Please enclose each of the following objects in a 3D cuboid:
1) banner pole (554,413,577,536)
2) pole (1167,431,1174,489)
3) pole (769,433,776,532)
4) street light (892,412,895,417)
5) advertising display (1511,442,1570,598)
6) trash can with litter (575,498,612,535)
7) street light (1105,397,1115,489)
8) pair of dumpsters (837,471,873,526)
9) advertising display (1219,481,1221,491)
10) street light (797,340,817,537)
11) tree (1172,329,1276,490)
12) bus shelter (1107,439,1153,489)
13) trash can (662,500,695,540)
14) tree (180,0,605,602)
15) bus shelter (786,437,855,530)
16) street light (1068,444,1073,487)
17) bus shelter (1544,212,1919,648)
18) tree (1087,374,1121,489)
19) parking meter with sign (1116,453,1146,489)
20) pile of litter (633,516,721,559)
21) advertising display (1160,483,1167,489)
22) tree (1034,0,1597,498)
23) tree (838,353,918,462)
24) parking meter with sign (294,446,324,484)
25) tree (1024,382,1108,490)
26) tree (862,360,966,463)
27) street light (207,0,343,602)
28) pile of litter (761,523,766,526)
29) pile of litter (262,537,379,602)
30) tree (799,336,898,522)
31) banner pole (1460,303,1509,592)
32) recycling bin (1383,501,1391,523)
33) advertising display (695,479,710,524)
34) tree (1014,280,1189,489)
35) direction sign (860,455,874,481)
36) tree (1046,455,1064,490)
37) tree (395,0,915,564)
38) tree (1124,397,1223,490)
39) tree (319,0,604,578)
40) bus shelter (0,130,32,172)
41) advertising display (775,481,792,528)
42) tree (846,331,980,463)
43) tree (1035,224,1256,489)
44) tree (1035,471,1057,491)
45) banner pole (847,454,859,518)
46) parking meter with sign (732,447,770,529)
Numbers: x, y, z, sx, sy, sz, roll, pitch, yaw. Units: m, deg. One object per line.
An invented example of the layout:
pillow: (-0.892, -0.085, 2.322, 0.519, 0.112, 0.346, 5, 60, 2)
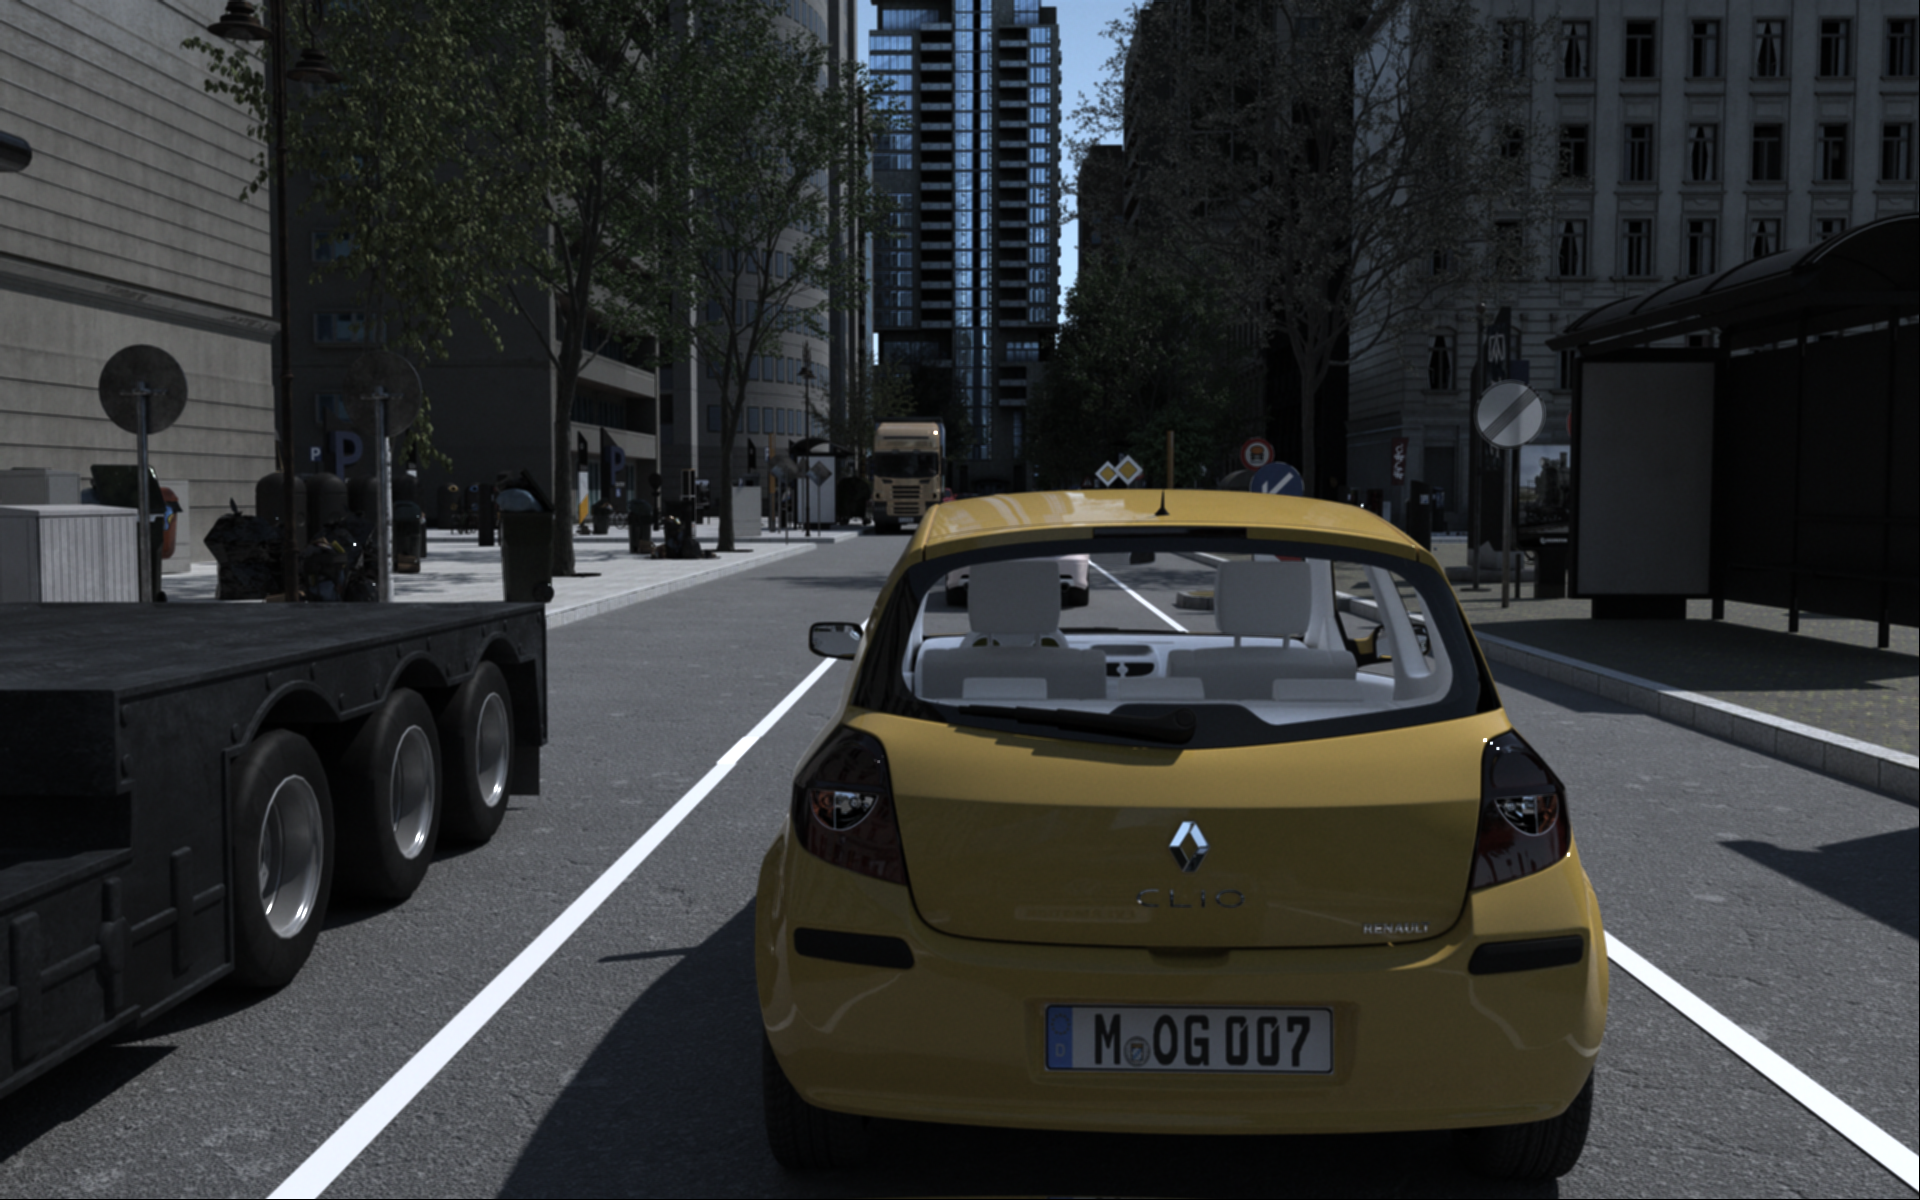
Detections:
banner pole: (-12.146, -3.864, 53.195, 0.401, 3.779, 0.863, 2, 4, 33)
pole: (6.784, -3.794, 55.875, 0.158, 3.312, 0.155, 0, 3, 0)
pole: (-6.307, -3.936, 58.201, 0.158, 3.312, 0.155, 0, 3, 0)
street light: (-3.711, -7.595, 96.968, 0.468, 5.910, 1.993, 0, 4, 1)
advertising display: (7.287, -0.987, 21.347, 0.974, 1.923, 0.123, 0, 4, -8)
trash can with litter: (-11.536, -2.641, 54.562, 1.055, 1.170, 0.624, -2, 4, -32)
street light: (7.091, -6.695, 82.251, 0.468, 5.910, 1.993, 0, 4, 1)
pair of dumpsters: (-4.353, -4.261, 72.156, 1.574, 2.255, 4.437, 0, 4, 1)
advertising display: (13.515, -5.023, 87.344, 0.974, 1.923, 0.123, 0, 4, 7)
street light: (-4.599, -4.855, 52.162, 0.468, 5.910, 1.993, 0, 4, 1)
tree: (11.816, -7.799, 77.882, 4.737, 8.622, 4.395, 0, 3, 0)
bus shelter: (7.613, -5.251, 77.137, 1.731, 3.624, 6.357, 0, 4, 1)
trash can: (-6.573, -1.763, 40.480, 0.748, 1.137, 0.748, 0, 3, 0)
tree: (-6.194, -4.212, 19.230, 4.737, 8.622, 4.395, 0, 3, 0)
bus shelter: (-5.124, -4.304, 64.289, 2.014, 3.302, 5.546, 0, 4, 1)
street light: (8.079, -9.400, 126.473, 0.468, 5.910, 1.993, 0, 4, 1)
bus shelter: (6.999, -1.302, 15.207, 2.014, 3.302, 5.546, 0, 4, 1)
tree: (8.521, -9.102, 99.177, 4.737, 8.622, 4.395, 0, 3, 0)
parking meter with sign: (7.460, -4.684, 72.849, 1.738, 3.016, 0.543, 3, 4, 37)
pile of litter: (-5.638, -1.255, 34.489, 1.719, 0.858, 1.176, 2, 4, 26)
advertising display: (10.178, -4.824, 84.087, 0.974, 1.923, 0.123, 3, 4, 36)
tree: (6.595, -7.459, 32.332, 12.009, 13.543, 11.850, 0, 3, 0)
tree: (-4.117, -8.522, 89.698, 4.737, 8.622, 4.395, 0, 3, 0)
parking meter with sign: (-23.805, -4.064, 62.715, 0.543, 3.016, 1.738, 1, 4, 16)
tree: (8.969, -13.843, 144.462, 7.486, 12.596, 7.792, 0, 3, 0)
tree: (-3.125, -11.325, 119.583, 7.601, 10.594, 8.767, -1, 4, -18)
street light: (-5.487, -2.525, 14.072, 0.468, 5.910, 1.993, 0, 4, 1)
pile of litter: (-8.575, -3.444, 70.272, 1.176, 0.858, 1.719, -2, 4, -32)
pile of litter: (-6.589, -0.225, 17.643, 1.719, 0.858, 1.176, -2, 4, -25)
tree: (-5.054, -7.952, 80.375, 4.360, 8.622, 3.978, 0, 3, 0)
banner pole: (6.901, -1.995, 22.632, 0.401, 3.779, 0.863, -1, 4, -15)
recycling bin: (14.320, -2.850, 59.145, 0.722, 1.027, 0.722, 1, 4, 11)
advertising display: (-11.125, -4.188, 73.687, 0.974, 1.923, 0.123, -1, 4, -15)
tree: (7.559, -10.590, 90.149, 9.611, 12.733, 9.660, 0, 3, 0)
direction sign: (-5.440, -6.707, 101.657, 0.876, 3.537, 0.379, 1, 4, 19)
tree: (10.650, -15.043, 196.316, 4.360, 8.622, 3.978, 0, 3, 0)
tree: (-5.022, -6.874, 38.145, 9.928, 11.665, 9.643, 0, 3, 0)
tree: (7.307, -4.571, 58.448, 4.285, 4.588, 4.351, 0, 3, 0)
tree: (-6.034, -6.172, 26.666, 9.928, 11.665, 9.643, 0, 3, 0)
bus shelter: (-6.583, -1.721, 5.766, 2.179, 5.291, 8.768, 0, 4, 1)
advertising display: (-6.794, -3.735, 66.283, 0.123, 1.923, 0.974, 3, 4, 37)
tree: (-3.576, -13.486, 130.862, 12.009, 13.543, 11.850, 0, 3, 0)
tree: (7.538, -8.639, 67.010, 9.928, 11.665, 9.643, 0, 3, 0)
tree: (10.255, -13.348, 201.951, 4.285, 4.588, 4.351, 0, 3, 0)
banner pole: (-5.792, -6.391, 94.516, 0.863, 3.779, 0.401, -1, 4, -12)
parking meter with sign: (-7.761, -4.116, 63.552, 1.738, 3.016, 0.543, -2, 4, -32)
